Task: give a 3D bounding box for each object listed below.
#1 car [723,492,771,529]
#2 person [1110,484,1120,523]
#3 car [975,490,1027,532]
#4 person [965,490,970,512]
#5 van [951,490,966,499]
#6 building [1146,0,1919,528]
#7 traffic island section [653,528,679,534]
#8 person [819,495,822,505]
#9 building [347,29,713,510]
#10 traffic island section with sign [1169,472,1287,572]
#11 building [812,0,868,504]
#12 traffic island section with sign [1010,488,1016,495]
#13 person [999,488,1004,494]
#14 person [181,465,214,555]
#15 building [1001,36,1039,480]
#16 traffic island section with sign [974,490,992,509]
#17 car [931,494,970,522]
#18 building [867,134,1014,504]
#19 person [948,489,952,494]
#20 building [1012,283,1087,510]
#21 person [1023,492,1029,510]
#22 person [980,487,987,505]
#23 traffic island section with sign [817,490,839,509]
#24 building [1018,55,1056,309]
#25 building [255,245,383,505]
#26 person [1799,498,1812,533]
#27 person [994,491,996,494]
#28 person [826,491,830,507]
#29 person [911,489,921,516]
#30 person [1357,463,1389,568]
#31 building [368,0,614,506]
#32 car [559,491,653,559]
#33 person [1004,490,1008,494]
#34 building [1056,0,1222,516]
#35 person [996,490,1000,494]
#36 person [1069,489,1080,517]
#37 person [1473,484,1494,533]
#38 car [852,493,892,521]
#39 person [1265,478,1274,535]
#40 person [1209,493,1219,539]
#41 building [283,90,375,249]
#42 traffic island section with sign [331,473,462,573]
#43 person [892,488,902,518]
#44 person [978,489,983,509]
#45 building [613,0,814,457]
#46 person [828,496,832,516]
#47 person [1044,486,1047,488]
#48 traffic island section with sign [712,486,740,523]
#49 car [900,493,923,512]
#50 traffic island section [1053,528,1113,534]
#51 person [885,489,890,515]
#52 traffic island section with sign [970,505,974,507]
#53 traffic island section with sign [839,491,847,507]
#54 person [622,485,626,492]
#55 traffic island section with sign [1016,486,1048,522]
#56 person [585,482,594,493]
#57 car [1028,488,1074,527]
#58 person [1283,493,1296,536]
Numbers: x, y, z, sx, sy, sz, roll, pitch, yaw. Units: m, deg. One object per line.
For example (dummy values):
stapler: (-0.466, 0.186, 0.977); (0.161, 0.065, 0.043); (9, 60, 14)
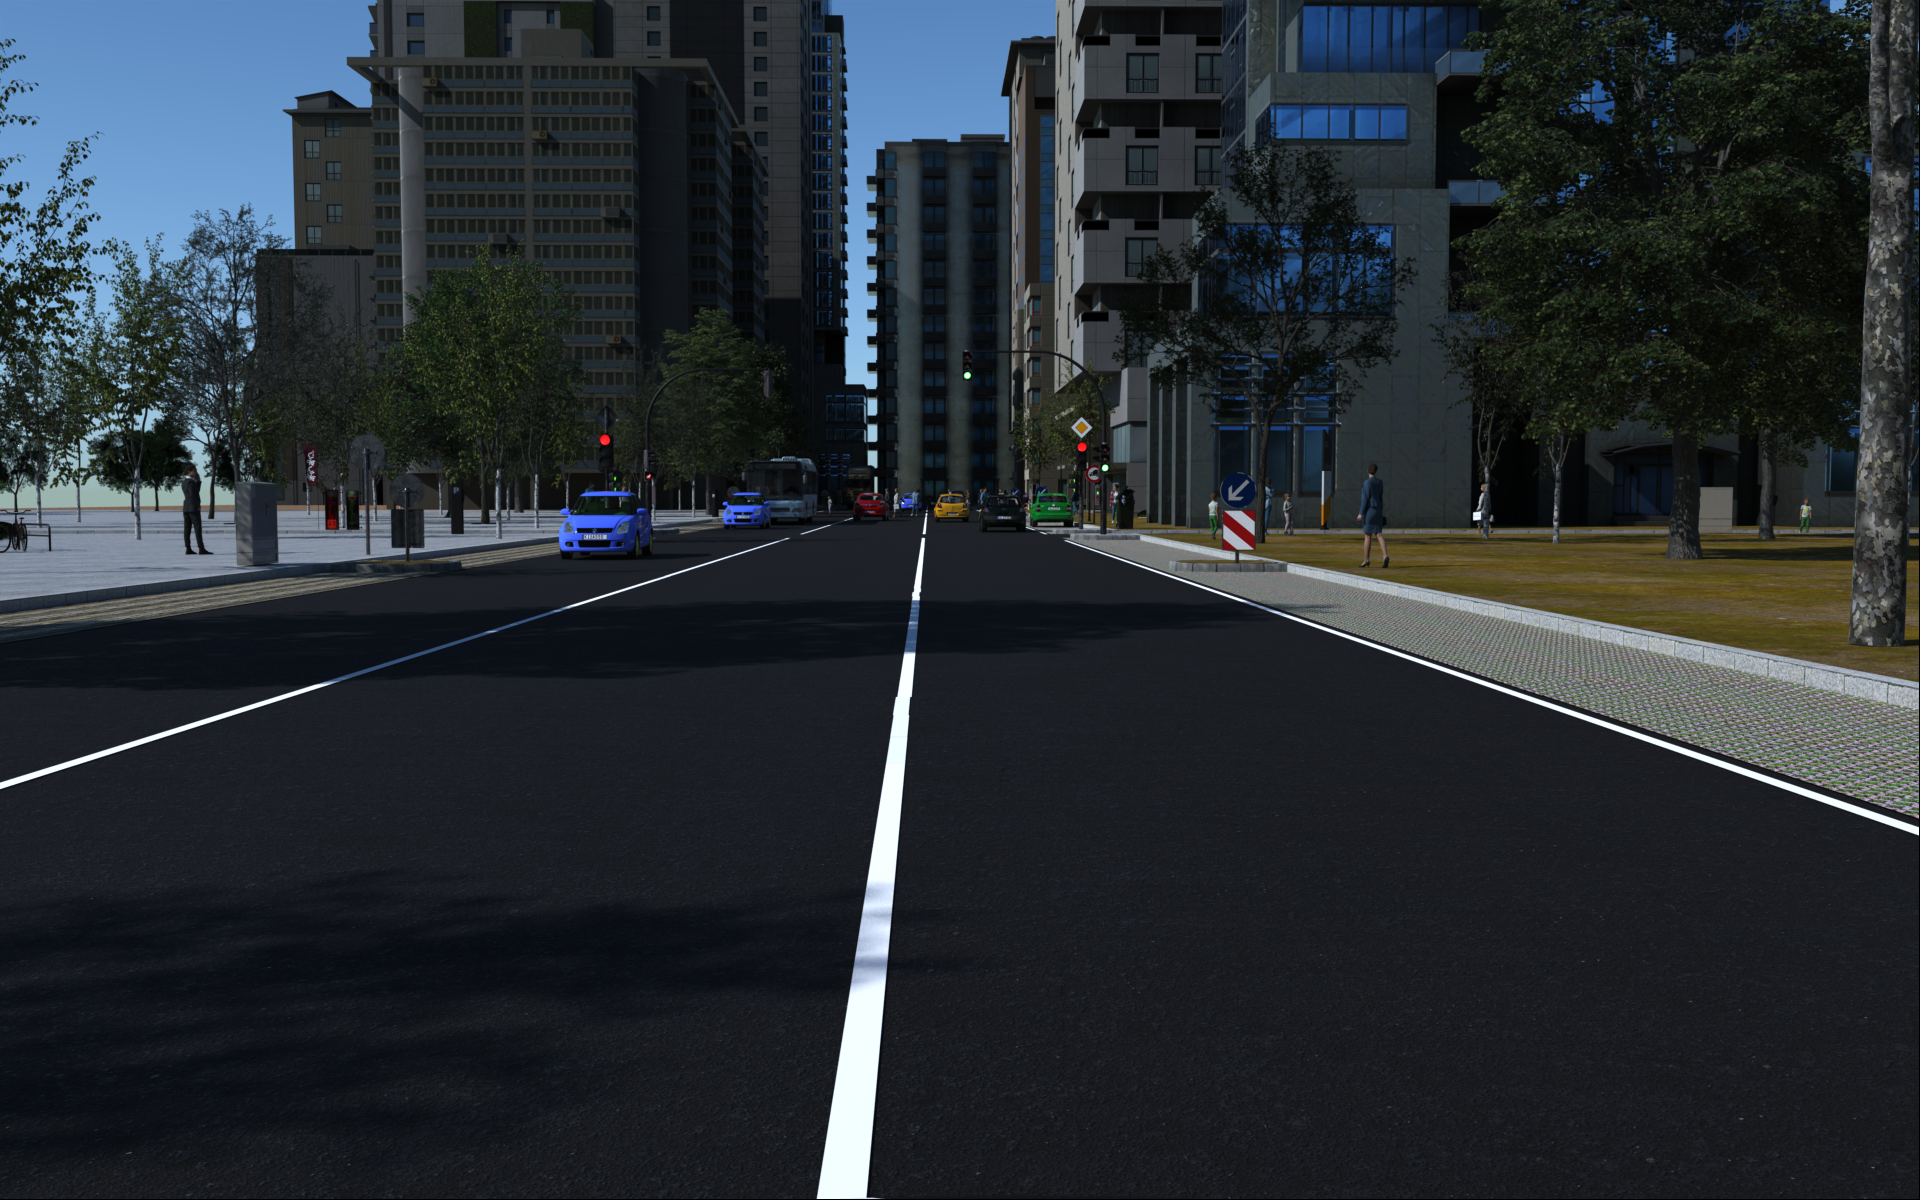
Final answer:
car: (-8.835, -3.814, 71.957); (1.945, 1.707, 3.694); (0, 4, -1)
person: (6.847, -4.219, 75.857); (0.563, 1.720, 0.643); (1, 4, 14)
car: (1.604, -3.464, 66.416); (2.009, 1.686, 4.222); (0, 4, -1)
person: (0.594, -7.633, 133.841); (0.362, 1.759, 0.519); (0, 4, 8)
van: (-0.378, -9.865, 168.305); (2.013, 2.044, 4.112); (0, 4, -2)
building: (23.874, -46.521, 73.293); (31.000, 86.520, 22.319); (0, 4, -1)
traffic island section: (-11.307, -2.478, 62.791); (2.009, 0.180, 2.903); (0, 4, -1)
person: (-15.871, -11.636, 199.475); (0.628, 1.438, 0.799); (2, 4, 30)
building: (-32.559, -27.960, 149.025); (32.217, 40.220, 23.993); (0, 4, -1)
traffic island section with sign: (4.984, -1.462, 32.535); (1.989, 1.847, 2.006); (0, 4, -1)
building: (-28.120, -56.224, 231.927); (31.000, 86.520, 22.319); (0, 4, -1)
traffic island section with sign: (3.510, -6.488, 114.703); (1.989, 1.847, 2.006); (0, 4, -1)
person: (2.619, -6.345, 112.435); (0.606, 1.804, 0.583); (2, 4, 34)
person: (-16.254, -1.921, 36.814); (0.648, 1.900, 0.474); (3, 5, 40)
building: (19.594, -37.297, 199.043); (28.713, 52.752, 27.495); (0, 4, -1)
traffic island section with sign: (2.598, -9.594, 165.487); (1.989, 1.847, 2.006); (0, 4, -1)
car: (-0.453, -4.834, 89.253); (2.015, 1.641, 3.980); (0, 4, -2)
building: (2.900, -37.530, 233.230); (30.456, 49.044, 23.786); (0, 4, -1)
person: (-0.744, -7.405, 129.698); (0.853, 1.813, 0.709); (0, 4, -8)
building: (19.271, -19.070, 156.836); (27.650, 21.520, 28.899); (0, 4, -1)
person: (5.322, -7.988, 139.875); (0.421, 1.427, 0.697); (-1, 4, -14)
person: (1.357, -5.657, 101.012); (0.620, 1.820, 0.660); (1, 4, 22)
traffic island section with sign: (-12.806, -9.540, 164.609); (1.989, 1.847, 2.006); (0, 4, -1)
building: (13.195, -32.304, 178.280); (14.600, 45.320, 14.200); (0, 4, -1)
building: (-73.588, -26.507, 205.092); (14.107, 30.474, 14.160); (0, 4, -1)
person: (28.933, -2.847, 59.289); (0.306, 1.304, 0.590); (0, 4, 1)
person: (4.325, -12.611, 213.170); (0.436, 1.711, 0.756); (0, 4, 5)
person: (-13.424, -10.118, 174.662); (0.721, 1.736, 1.217); (-2, 4, -33)
person: (-2.916, -6.426, 113.822); (0.793, 1.790, 0.793); (-1, 4, -19)
person: (7.187, -1.469, 30.088); (0.581, 1.822, 0.654); (-1, 4, -19)
building: (-52.368, -40.312, 201.103); (28.212, 58.520, 21.231); (0, 4, -1)
car: (-7.988, -1.812, 39.212); (1.945, 1.707, 3.694); (0, 4, -3)
person: (4.805, -10.801, 183.353); (1.217, 1.735, 0.721); (1, 4, 10)
building: (20.563, -32.063, 113.474); (28.713, 52.752, 27.495); (0, 4, -1)
person: (4.322, -11.689, 197.711); (0.990, 1.755, 0.434); (-2, 4, -32)
person: (6.544, -5.662, 98.960); (0.721, 1.781, 0.623); (0, 4, 8)
person: (18.189, -3.133, 60.072); (0.694, 1.780, 0.624); (-2, 4, -27)
car: (-4.749, -5.126, 92.844); (2.155, 1.783, 4.494); (0, 4, 0)
person: (9.466, -2.906, 53.814); (0.793, 1.790, 0.793); (3, 5, 39)
person: (7.135, -2.351, 48.727); (0.306, 1.304, 0.590); (1, 4, 19)
building: (-72.181, -39.500, 235.065); (27.495, 52.752, 28.713); (0, 4, -1)
traffic island section with sign: (-10.446, -1.452, 32.361); (1.989, 1.847, 2.006); (0, 4, -1)
person: (-3.807, -5.887, 105.098); (0.624, 1.780, 0.694); (0, 4, 2)
person: (1.530, -6.698, 118.428); (0.576, 1.772, 0.534); (-3, 5, -45)
building: (-27.964, -46.672, 201.342); (20.611, 71.187, 20.563); (0, 4, -1)
person: (-8.695, -6.288, 115.582); (0.425, 1.301, 0.394); (3, 4, 38)
person: (5.339, -6.336, 109.812); (0.511, 1.800, 0.466); (2, 4, 31)
traffic island section with sign: (-11.420, -4.823, 87.480); (1.989, 1.847, 2.006); (0, 4, -1)
car: (-3.961, -8.069, 141.526); (1.945, 1.707, 3.694); (0, 4, -1)
traffic island section: (4.432, -2.495, 63.066); (2.009, 0.180, 2.903); (0, 4, -1)
person: (-5.000, -6.619, 116.891); (0.590, 1.801, 0.661); (-1, 4, -19)
traffic island section with sign: (2.114, -11.299, 193.371); (1.989, 1.847, 2.006); (0, 4, -1)
traffic island section with sign: (-13.289, -11.189, 191.560); (1.989, 1.847, 2.006); (0, 4, -1)
person: (-16.357, -4.724, 84.290); (0.522, 1.701, 0.512); (3, 5, 41)
traffic island section with sign: (3.988, -4.834, 87.661); (1.989, 1.847, 2.006); (0, 4, -1)
person: (-17.043, -4.521, 79.816); (0.748, 1.841, 0.638); (3, 5, 45)
car: (3.970, -4.080, 75.501); (1.959, 1.807, 4.718); (0, 4, 0)
person: (10.186, -2.642, 53.524); (0.394, 1.301, 0.425); (2, 4, 33)
